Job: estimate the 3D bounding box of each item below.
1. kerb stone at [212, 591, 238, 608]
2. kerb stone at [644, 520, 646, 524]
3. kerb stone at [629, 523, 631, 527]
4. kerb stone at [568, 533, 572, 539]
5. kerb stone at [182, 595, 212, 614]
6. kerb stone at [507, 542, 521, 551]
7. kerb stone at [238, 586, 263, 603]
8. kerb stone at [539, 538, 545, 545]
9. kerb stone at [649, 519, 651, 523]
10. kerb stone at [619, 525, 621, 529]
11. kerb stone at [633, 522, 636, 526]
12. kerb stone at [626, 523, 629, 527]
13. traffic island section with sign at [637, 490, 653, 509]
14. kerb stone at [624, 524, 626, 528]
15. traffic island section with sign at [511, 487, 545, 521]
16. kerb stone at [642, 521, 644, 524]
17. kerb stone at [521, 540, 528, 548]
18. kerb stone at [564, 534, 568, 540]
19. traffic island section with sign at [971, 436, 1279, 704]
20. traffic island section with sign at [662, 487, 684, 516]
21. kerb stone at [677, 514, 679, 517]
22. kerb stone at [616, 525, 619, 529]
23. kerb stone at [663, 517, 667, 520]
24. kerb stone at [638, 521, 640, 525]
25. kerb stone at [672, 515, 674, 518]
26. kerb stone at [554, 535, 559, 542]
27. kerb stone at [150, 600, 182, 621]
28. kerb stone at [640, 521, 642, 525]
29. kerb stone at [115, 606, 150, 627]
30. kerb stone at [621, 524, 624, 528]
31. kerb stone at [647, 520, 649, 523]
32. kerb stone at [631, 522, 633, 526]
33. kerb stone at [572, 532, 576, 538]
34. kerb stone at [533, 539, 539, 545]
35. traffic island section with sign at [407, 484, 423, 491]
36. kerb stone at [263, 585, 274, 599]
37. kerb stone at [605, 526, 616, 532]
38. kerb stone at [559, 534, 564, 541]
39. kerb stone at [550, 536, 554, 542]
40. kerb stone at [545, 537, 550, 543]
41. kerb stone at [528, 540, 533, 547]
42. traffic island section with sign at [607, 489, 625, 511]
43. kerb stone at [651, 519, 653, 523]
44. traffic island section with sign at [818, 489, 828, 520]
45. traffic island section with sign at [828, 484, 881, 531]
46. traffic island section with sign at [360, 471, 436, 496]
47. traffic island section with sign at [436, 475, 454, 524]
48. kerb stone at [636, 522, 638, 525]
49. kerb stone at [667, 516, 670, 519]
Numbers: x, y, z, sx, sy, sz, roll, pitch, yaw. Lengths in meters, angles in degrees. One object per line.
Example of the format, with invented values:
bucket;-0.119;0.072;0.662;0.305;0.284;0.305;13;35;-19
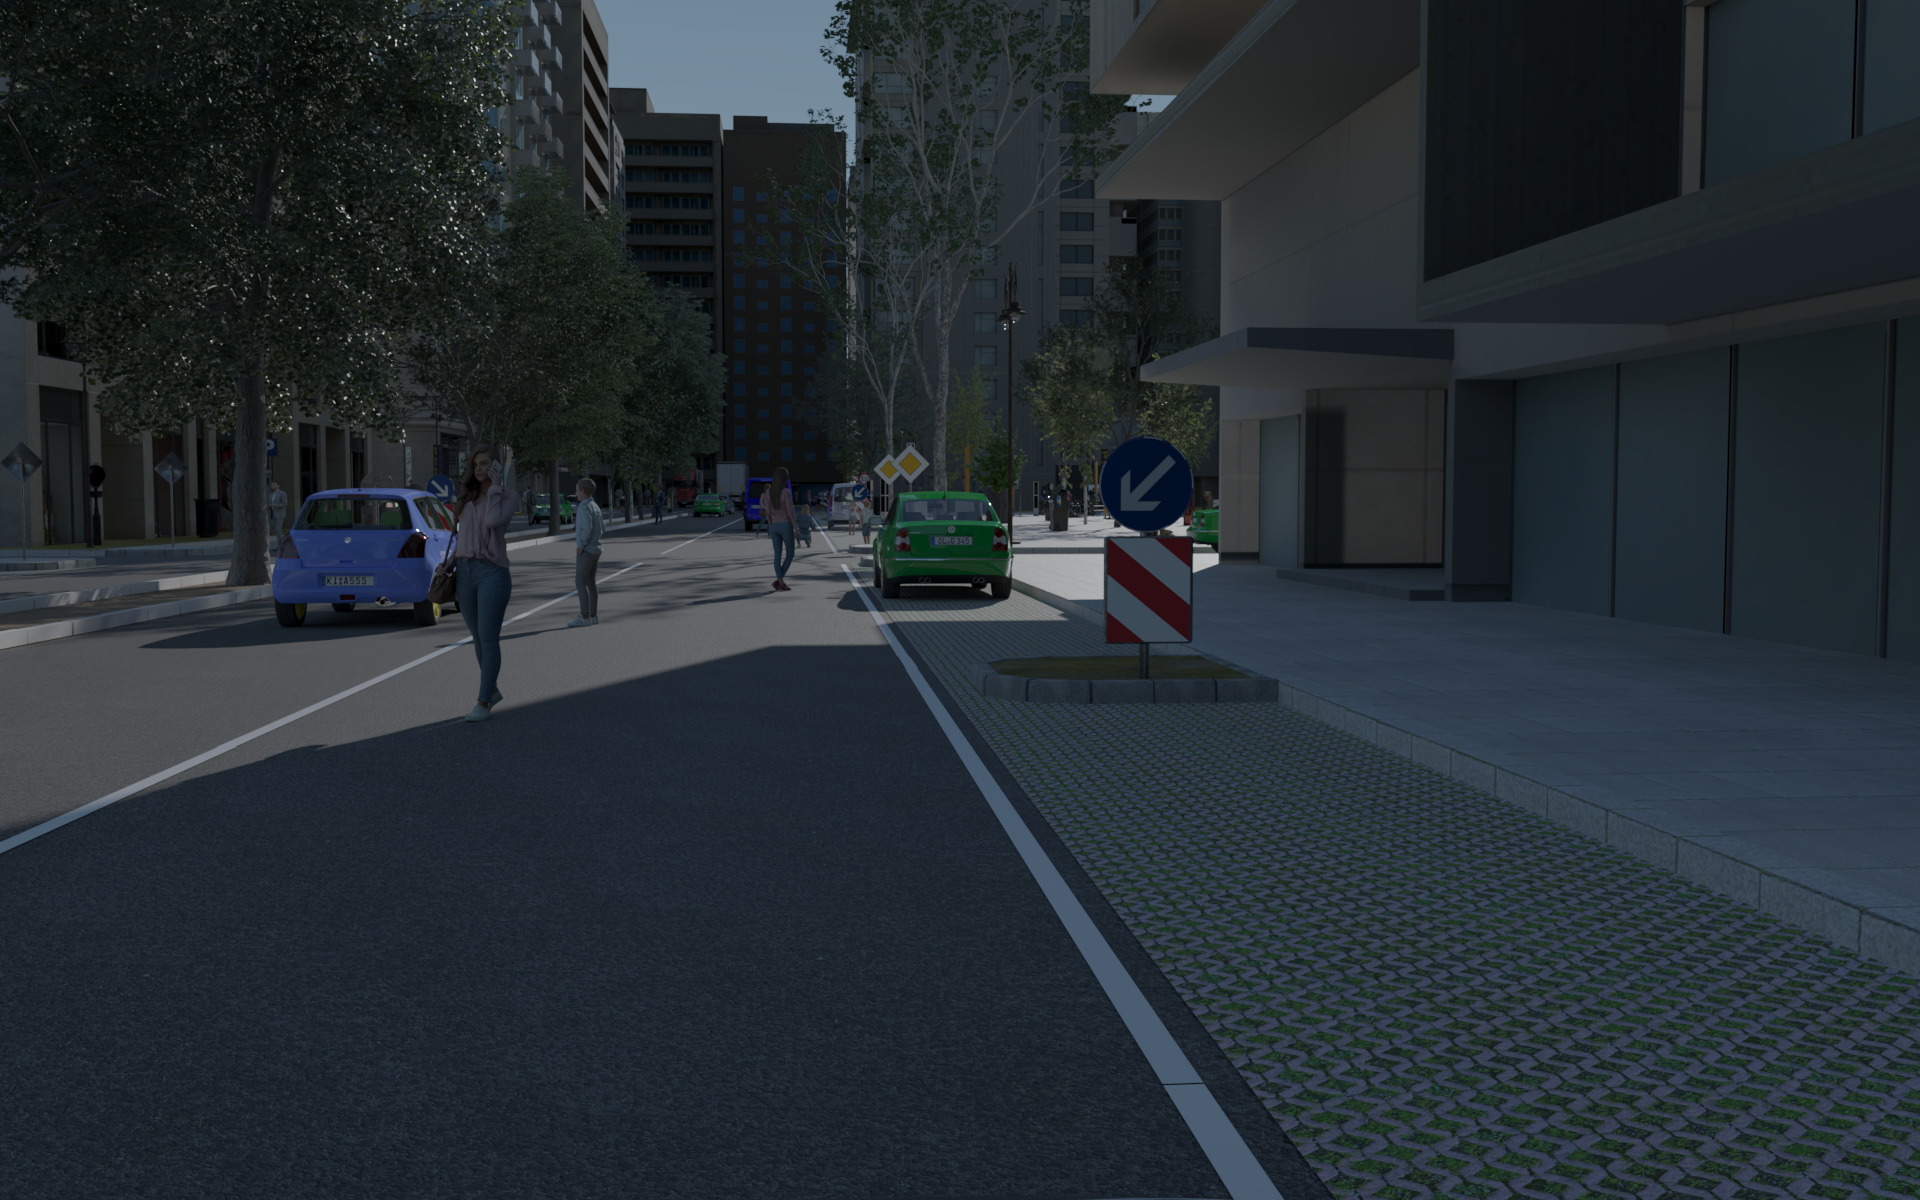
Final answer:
kerb stone;-9.461;0.012;22.080;0.120;0.150;1.000;0;4;-5
kerb stone;-15.079;-3.646;81.851;0.120;0.150;1.000;0;4;-5
kerb stone;-14.407;-3.212;74.712;0.120;0.150;1.000;0;4;-5
kerb stone;-12.587;-2.024;55.302;0.120;0.150;1.000;0;4;-5
kerb stone;-9.361;0.071;21.062;0.120;0.150;1.000;0;4;-5
kerb stone;-11.631;-1.402;45.119;0.120;0.150;1.000;0;4;-5
kerb stone;-9.555;-0.053;23.107;0.120;0.150;1.000;0;4;-5
kerb stone;-12.001;-1.651;49.191;0.120;0.150;1.000;0;4;-5
kerb stone;-15.375;-3.835;84.909;0.120;0.150;1.000;0;4;-5
kerb stone;-14.023;-2.955;70.635;0.120;0.150;1.000;0;4;-5
kerb stone;-14.598;-3.337;76.754;0.120;0.150;1.000;0;4;-5
kerb stone;-14.320;-3.150;73.691;0.120;0.150;1.000;0;4;-5
traffic island section with sign;-30.544;-9.839;169.503;1.989;1.847;2.006;0;4;-5
kerb stone;-14.224;-3.085;72.673;0.120;0.150;1.000;0;4;-5
traffic island section with sign;-23.325;-5.153;92.882;1.989;1.847;2.006;0;4;-5
kerb stone;-14.991;-3.586;80.831;0.120;0.150;1.000;0;4;-5
kerb stone;-11.724;-1.463;46.137;0.120;0.150;1.000;0;4;-5
kerb stone;-12.493;-1.963;54.284;0.120;0.150;1.000;0;4;-5
traffic island section with sign;1.111;-0.249;12.704;1.989;1.847;2.006;0;4;-5
traffic island section with sign;-19.393;-6.621;116.391;2.006;1.907;1.989;0;4;-5
kerb stone;-17.199;-5.022;104.315;0.120;0.150;1.000;0;4;-5
kerb stone;-13.938;-2.900;69.614;0.120;0.150;1.000;0;4;-5
kerb stone;-16.339;-4.455;95.137;0.120;0.150;1.000;0;4;-5
kerb stone;-14.797;-3.462;78.793;0.120;0.150;1.000;0;4;-5
kerb stone;-16.814;-4.773;100.241;0.120;0.150;1.000;0;4;-5
kerb stone;-12.299;-1.838;52.249;0.120;0.150;1.000;0;4;-5
kerb stone;-9.266;0.132;20.036;0.120;0.150;1.000;0;4;-5
kerb stone;-14.898;-3.518;79.810;0.120;0.150;1.000;0;4;-5
kerb stone;-9.171;0.194;19.018;0.120;0.150;1.000;0;4;-5
kerb stone;-14.124;-3.025;71.652;0.120;0.150;1.000;0;4;-5
kerb stone;-15.274;-3.773;83.892;0.120;0.150;1.000;0;4;-5
kerb stone;-14.507;-3.275;75.735;0.120;0.150;1.000;0;4;-5
kerb stone;-12.679;-2.085;56.331;0.120;0.150;1.000;0;4;-5
kerb stone;-11.924;-1.589;48.172;0.120;0.150;1.000;0;4;-5
traffic island section with sign;-20.781;-3.500;65.849;1.989;1.847;2.006;0;4;-5
kerb stone;-9.649;-0.118;24.127;0.120;0.150;1.000;0;4;-5
kerb stone;-13.828;-2.838;68.591;0.120;0.150;1.000;0;4;-5
kerb stone;-12.394;-1.900;53.266;0.120;0.150;1.000;0;4;-5
kerb stone;-12.203;-1.776;51.231;0.120;0.150;1.000;0;4;-5
kerb stone;-12.106;-1.711;50.208;0.120;0.150;1.000;0;4;-5
kerb stone;-11.822;-1.527;47.155;0.120;0.150;1.000;0;4;-5
traffic island section with sign;-28.023;-8.198;142.665;1.989;1.847;2.006;0;4;-5
kerb stone;-15.466;-3.892;85.942;0.120;0.150;1.000;0;4;-5
traffic island section with sign;-6.567;-5.237;94.247;1.989;1.847;2.006;0;4;-5
traffic island section with sign;-4.034;-3.595;67.411;1.989;1.847;2.006;0;4;-5
traffic island section with sign;-11.653;-1.595;34.208;2.006;1.907;1.989;0;4;-5
traffic island section with sign;-12.338;-2.046;41.584;2.006;1.907;1.989;0;4;-5
kerb stone;-14.697;-3.397;77.773;0.120;0.150;1.000;0;4;-5
kerb stone;-16.523;-4.584;97.183;0.120;0.150;1.000;0;4;-5
